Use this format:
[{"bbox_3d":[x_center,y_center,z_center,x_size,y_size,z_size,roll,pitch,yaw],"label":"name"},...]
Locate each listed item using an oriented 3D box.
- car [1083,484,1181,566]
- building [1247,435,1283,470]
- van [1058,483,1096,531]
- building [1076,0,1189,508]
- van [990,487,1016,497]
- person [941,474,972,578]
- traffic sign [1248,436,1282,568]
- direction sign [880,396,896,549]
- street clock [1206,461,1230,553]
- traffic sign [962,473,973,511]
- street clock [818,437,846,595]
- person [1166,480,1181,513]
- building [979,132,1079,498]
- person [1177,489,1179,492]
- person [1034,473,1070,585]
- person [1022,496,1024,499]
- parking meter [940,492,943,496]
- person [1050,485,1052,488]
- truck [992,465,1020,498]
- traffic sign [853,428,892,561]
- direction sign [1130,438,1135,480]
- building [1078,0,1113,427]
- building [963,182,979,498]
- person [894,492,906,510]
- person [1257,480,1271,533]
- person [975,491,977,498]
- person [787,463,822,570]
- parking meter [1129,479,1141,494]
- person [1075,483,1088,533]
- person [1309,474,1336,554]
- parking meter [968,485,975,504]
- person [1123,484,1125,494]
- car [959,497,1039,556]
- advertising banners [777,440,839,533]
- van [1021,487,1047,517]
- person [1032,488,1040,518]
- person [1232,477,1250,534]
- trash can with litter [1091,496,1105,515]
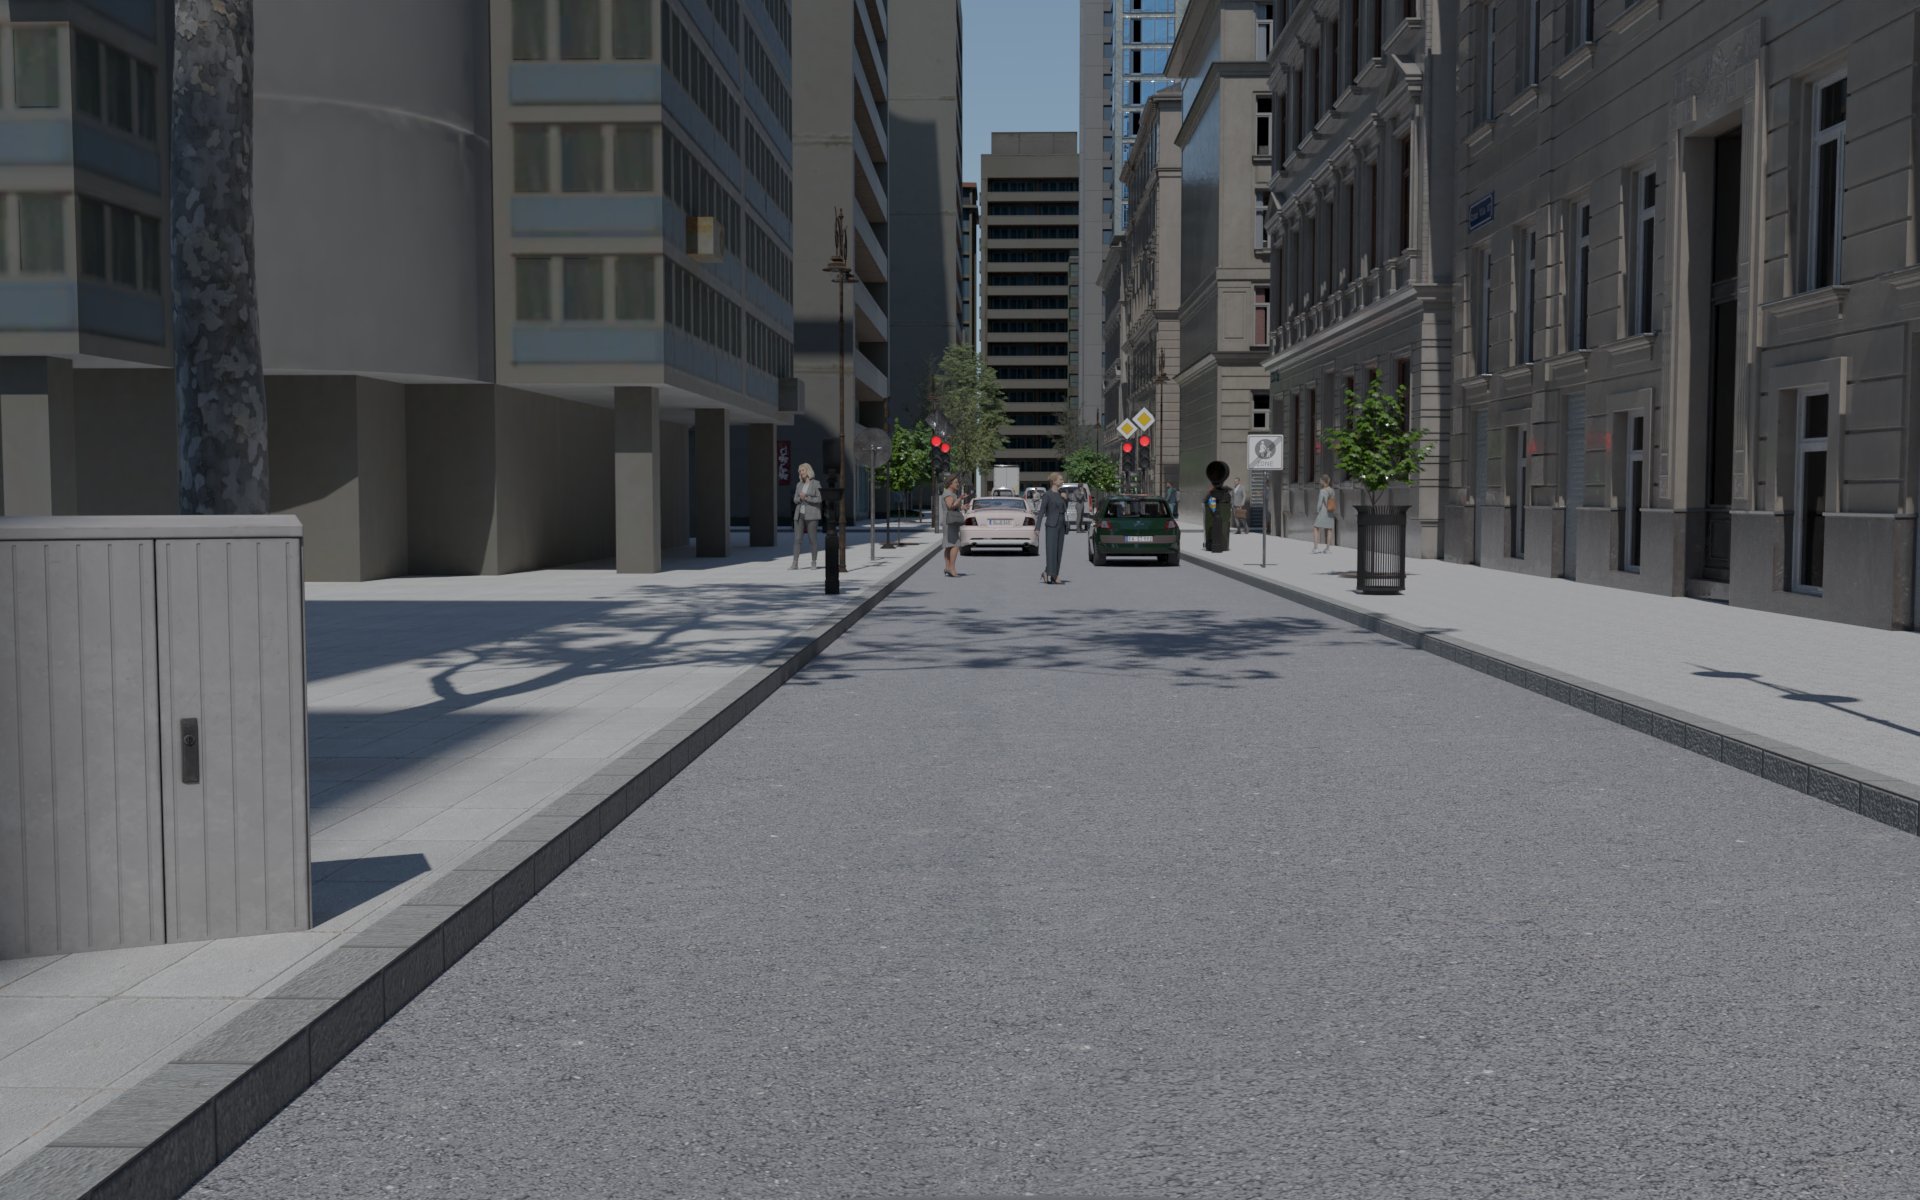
[{"bbox_3d":[3.552,-1.586,35.714,2.009,1.686,4.222,0,4,2],"label":"car"},{"bbox_3d":[33.997,-33.962,205.391,14.200,45.320,14.600,0,4,2],"label":"building"},{"bbox_3d":[4.399,-3.765,68.572,2.013,2.044,4.112,0,4,2],"label":"van"},{"bbox_3d":[22.189,-51.408,153.187,22.319,86.520,31.000,0,4,2],"label":"building"},{"bbox_3d":[2.607,-5.871,102.998,2.013,2.044,4.112,0,4,3],"label":"van"},{"bbox_3d":[-0.064,-1.282,29.820,0.532,1.782,0.716,0,4,4],"label":"person"},{"bbox_3d":[5.287,-1.708,30.055,0.606,2.300,0.079,1,4,9],"label":"traffic sign"},{"bbox_3d":[-1.686,-2.968,40.519,0.379,3.537,0.876,-1,4,-13],"label":"direction sign"},{"bbox_3d":[5.602,-2.025,37.684,0.471,2.002,0.358,2,4,30],"label":"street clock"},{"bbox_3d":[0.362,-6.437,105.249,0.884,2.594,0.081,0,4,7],"label":"traffic sign"},{"bbox_3d":[-1.638,-1.075,22.141,0.358,2.002,0.471,0,4,-6],"label":"street clock"},{"bbox_3d":[8.388,-3.868,69.269,0.794,1.824,0.713,-3,5,-40],"label":"person"},{"bbox_3d":[13.460,-37.366,234.628,21.600,48.544,21.300,0,4,2],"label":"building"},{"bbox_3d":[11.682,-5.234,91.391,0.659,1.850,0.755,3,5,44],"label":"person"},{"bbox_3d":[1.452,-1.136,27.487,0.534,1.772,0.576,2,4,25],"label":"person"},{"bbox_3d":[4.833,-7.317,132.377,0.306,1.304,0.590,2,4,29],"label":"person"},{"bbox_3d":[-0.611,-3.976,70.711,0.399,1.863,0.255,-2,4,-29],"label":"parking meter"},{"bbox_3d":[3.039,-2.864,55.890,0.480,1.755,0.524,0,4,-5],"label":"person"},{"bbox_3d":[4.613,-11.223,172.407,2.839,4.237,11.283,0,4,1],"label":"truck"},{"bbox_3d":[-1.683,-2.030,33.296,0.768,2.556,0.104,1,4,9],"label":"traffic sign"},{"bbox_3d":[6.985,-4.772,70.023,0.379,3.537,0.876,0,4,-5],"label":"direction sign"},{"bbox_3d":[23.108,-39.240,183.579,21.231,58.520,28.212,0,4,2],"label":"building"},{"bbox_3d":[-11.882,-35.512,235.246,28.867,44.769,22.147,0,4,2],"label":"building"},{"bbox_3d":[-3.426,-5.621,97.972,0.660,1.820,0.620,-1,4,-14],"label":"person"},{"bbox_3d":[9.998,-3.054,56.547,0.524,1.755,0.480,-1,4,-17],"label":"person"},{"bbox_3d":[1.701,-12.572,212.388,0.721,1.735,1.217,3,4,38],"label":"person"},{"bbox_3d":[-2.588,-1.407,29.233,0.537,1.800,0.526,2,4,32],"label":"person"},{"bbox_3d":[6.396,-3.521,63.283,0.399,1.863,0.255,-2,4,-31],"label":"parking meter"},{"bbox_3d":[4.483,-3.382,63.597,0.447,1.846,0.655,2,4,25],"label":"person"},{"bbox_3d":[7.845,-1.845,37.214,0.512,1.701,0.522,-3,4,-39],"label":"person"},{"bbox_3d":[0.697,-6.208,107.213,0.399,1.863,0.255,-2,4,-28],"label":"parking meter"},{"bbox_3d":[8.522,-5.079,89.183,0.778,1.811,0.616,1,4,23],"label":"person"},{"bbox_3d":[0.902,-1.791,41.637,2.083,1.381,4.827,0,4,0],"label":"car"},{"bbox_3d":[-5.008,-3.694,56.578,2.074,3.025,0.090,0,4,-3],"label":"advertising banners"},{"bbox_3d":[4.860,-6.348,110.805,2.013,2.044,4.112,0,4,3],"label":"van"},{"bbox_3d":[4.307,-5.560,99.600,0.583,1.804,0.606,-3,5,-40],"label":"person"},{"bbox_3d":[8.880,-3.000,55.215,0.853,1.813,0.709,-3,5,-44],"label":"person"},{"bbox_3d":[7.108,-4.701,88.254,1.055,1.170,0.624,-1,4,-12],"label":"trash can with litter"}]
